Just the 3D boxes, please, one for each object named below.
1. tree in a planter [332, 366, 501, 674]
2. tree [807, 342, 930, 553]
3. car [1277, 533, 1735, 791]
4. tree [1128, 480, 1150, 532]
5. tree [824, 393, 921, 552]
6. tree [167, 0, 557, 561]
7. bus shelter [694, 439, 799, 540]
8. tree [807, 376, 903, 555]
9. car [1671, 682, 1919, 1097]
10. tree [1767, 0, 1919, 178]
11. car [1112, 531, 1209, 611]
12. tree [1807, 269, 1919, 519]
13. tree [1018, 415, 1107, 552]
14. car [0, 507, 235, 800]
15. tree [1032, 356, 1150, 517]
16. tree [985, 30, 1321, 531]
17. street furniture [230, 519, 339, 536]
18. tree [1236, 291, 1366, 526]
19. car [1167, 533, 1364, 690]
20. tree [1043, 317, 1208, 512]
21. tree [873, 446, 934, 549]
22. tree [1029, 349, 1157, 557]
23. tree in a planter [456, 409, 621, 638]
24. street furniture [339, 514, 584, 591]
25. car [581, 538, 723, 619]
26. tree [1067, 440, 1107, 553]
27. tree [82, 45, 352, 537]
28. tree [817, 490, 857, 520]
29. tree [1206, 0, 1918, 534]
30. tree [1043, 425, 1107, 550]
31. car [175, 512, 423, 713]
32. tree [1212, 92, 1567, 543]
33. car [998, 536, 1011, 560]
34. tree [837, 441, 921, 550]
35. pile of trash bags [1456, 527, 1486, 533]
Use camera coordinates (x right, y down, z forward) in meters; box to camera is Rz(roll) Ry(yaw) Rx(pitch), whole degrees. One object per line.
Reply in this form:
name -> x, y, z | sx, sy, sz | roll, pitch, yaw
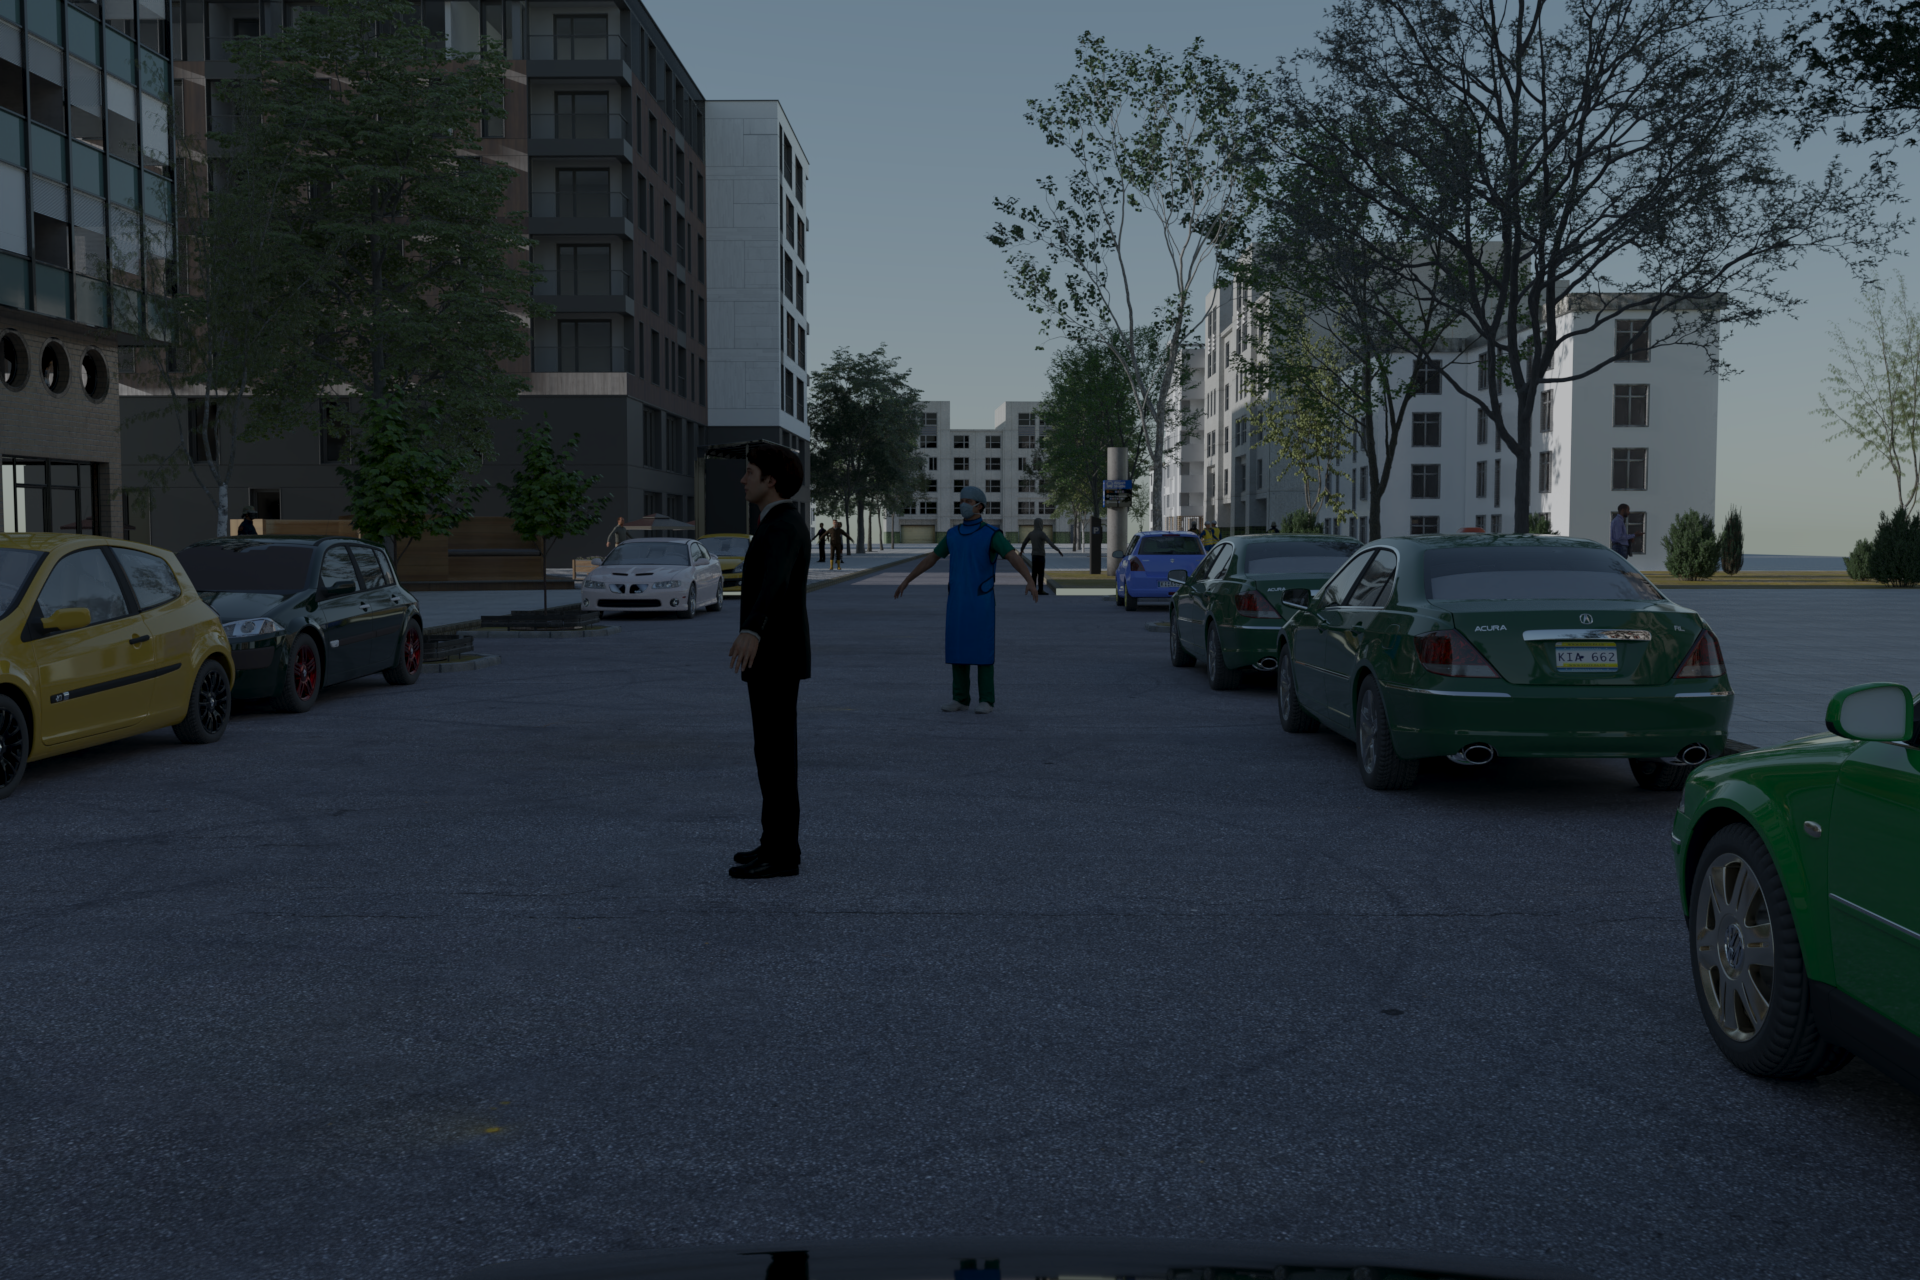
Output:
tree in a planter -> -6.082, -1.308, 18.609 | 1.991, 3.239, 1.994 | 0, 4, 2
tree -> -6.701, -12.708, 114.431 | 9.857, 13.997, 8.962 | 0, 3, 0
car -> 3.222, 0.043, 11.099 | 2.131, 1.459, 4.920 | 0, 4, 1
tree -> 24.426, -17.411, 235.033 | 4.737, 8.622, 4.395 | 0, 3, 0
tree -> -6.365, -12.147, 124.358 | 9.928, 11.665, 9.643 | 0, 3, 0
tree -> -11.974, -7.152, 35.063 | 7.486, 12.596, 7.792 | 0, 3, 0
bus shelter -> -5.575, -3.347, 46.000 | 1.731, 3.624, 6.357 | 0, 4, 3
tree -> -6.990, -10.345, 103.550 | 7.601, 10.594, 8.767 | -2, 4, -28
car -> 2.886, 0.343, 3.190 | 1.959, 1.807, 4.718 | 0, 4, 2
tree -> 9.650, -4.766, 12.339 | 7.601, 10.594, 8.767 | -1, 4, -12
car -> 3.933, -1.462, 33.496 | 1.945, 1.707, 3.694 | 0, 4, 1
tree -> 26.122, -5.936, 47.414 | 4.360, 8.622, 3.978 | 0, 3, 0
tree -> 8.264, -11.713, 125.920 | 8.767, 10.594, 7.601 | 1, 4, 11
car -> -5.972, -0.016, 10.488 | 2.015, 1.641, 3.980 | 0, 4, 1
tree -> 8.402, -11.753, 110.286 | 7.486, 12.596, 7.792 | 0, 3, 0
tree -> 6.969, -12.800, 65.167 | 12.611, 20.169, 13.585 | 0, 3, 0
street furniture -> -18.599, -2.938, 54.895 | 11.010, 1.723, 9.812 | 3, 5, 39
tree -> 10.496, -6.213, 51.948 | 4.737, 8.622, 4.395 | 0, 3, 0
car -> 3.210, -0.336, 17.296 | 2.131, 1.459, 4.920 | 0, 4, 0
tree -> 7.797, -9.543, 81.790 | 9.928, 11.665, 9.643 | 0, 3, 0
tree -> -5.474, -13.012, 147.156 | 8.767, 10.594, 7.601 | 3, 5, 42
tree -> 7.663, -10.526, 97.856 | 9.928, 11.665, 9.643 | 0, 3, 0
tree in a planter -> -5.955, -1.685, 24.772 | 1.991, 3.239, 1.994 | 0, 4, 1
street furniture -> -13.745, -2.179, 42.489 | 11.010, 1.723, 9.812 | -2, 4, -25
car -> -5.390, -1.127, 30.786 | 2.083, 1.381, 4.827 | 0, 4, 2
tree -> 8.603, -10.369, 119.895 | 4.737, 8.622, 4.395 | 0, 3, 0
tree -> -11.221, -4.631, 26.073 | 4.360, 8.622, 3.978 | 0, 3, 0
tree -> -17.143, -18.981, 236.094 | 9.928, 11.665, 9.643 | 0, 3, 0
tree -> 9.134, -7.199, 28.079 | 12.009, 13.543, 11.850 | 0, 3, 0
tree -> 9.900, -13.514, 139.086 | 7.486, 12.596, 7.792 | 0, 3, 0
car -> -6.066, -0.325, 15.102 | 2.009, 1.686, 4.222 | 0, 4, 1
tree -> 9.830, -6.996, 40.135 | 9.928, 11.665, 9.643 | 0, 3, 0
car -> 1.919, -5.446, 98.628 | 1.945, 1.707, 3.694 | 0, 4, 1
tree -> -6.434, -12.296, 135.455 | 7.601, 10.594, 8.767 | 1, 4, 21
pile of trash bags -> 6.547, -0.693, 21.081 | 1.912, 1.369, 3.447 | 0, 4, 2
